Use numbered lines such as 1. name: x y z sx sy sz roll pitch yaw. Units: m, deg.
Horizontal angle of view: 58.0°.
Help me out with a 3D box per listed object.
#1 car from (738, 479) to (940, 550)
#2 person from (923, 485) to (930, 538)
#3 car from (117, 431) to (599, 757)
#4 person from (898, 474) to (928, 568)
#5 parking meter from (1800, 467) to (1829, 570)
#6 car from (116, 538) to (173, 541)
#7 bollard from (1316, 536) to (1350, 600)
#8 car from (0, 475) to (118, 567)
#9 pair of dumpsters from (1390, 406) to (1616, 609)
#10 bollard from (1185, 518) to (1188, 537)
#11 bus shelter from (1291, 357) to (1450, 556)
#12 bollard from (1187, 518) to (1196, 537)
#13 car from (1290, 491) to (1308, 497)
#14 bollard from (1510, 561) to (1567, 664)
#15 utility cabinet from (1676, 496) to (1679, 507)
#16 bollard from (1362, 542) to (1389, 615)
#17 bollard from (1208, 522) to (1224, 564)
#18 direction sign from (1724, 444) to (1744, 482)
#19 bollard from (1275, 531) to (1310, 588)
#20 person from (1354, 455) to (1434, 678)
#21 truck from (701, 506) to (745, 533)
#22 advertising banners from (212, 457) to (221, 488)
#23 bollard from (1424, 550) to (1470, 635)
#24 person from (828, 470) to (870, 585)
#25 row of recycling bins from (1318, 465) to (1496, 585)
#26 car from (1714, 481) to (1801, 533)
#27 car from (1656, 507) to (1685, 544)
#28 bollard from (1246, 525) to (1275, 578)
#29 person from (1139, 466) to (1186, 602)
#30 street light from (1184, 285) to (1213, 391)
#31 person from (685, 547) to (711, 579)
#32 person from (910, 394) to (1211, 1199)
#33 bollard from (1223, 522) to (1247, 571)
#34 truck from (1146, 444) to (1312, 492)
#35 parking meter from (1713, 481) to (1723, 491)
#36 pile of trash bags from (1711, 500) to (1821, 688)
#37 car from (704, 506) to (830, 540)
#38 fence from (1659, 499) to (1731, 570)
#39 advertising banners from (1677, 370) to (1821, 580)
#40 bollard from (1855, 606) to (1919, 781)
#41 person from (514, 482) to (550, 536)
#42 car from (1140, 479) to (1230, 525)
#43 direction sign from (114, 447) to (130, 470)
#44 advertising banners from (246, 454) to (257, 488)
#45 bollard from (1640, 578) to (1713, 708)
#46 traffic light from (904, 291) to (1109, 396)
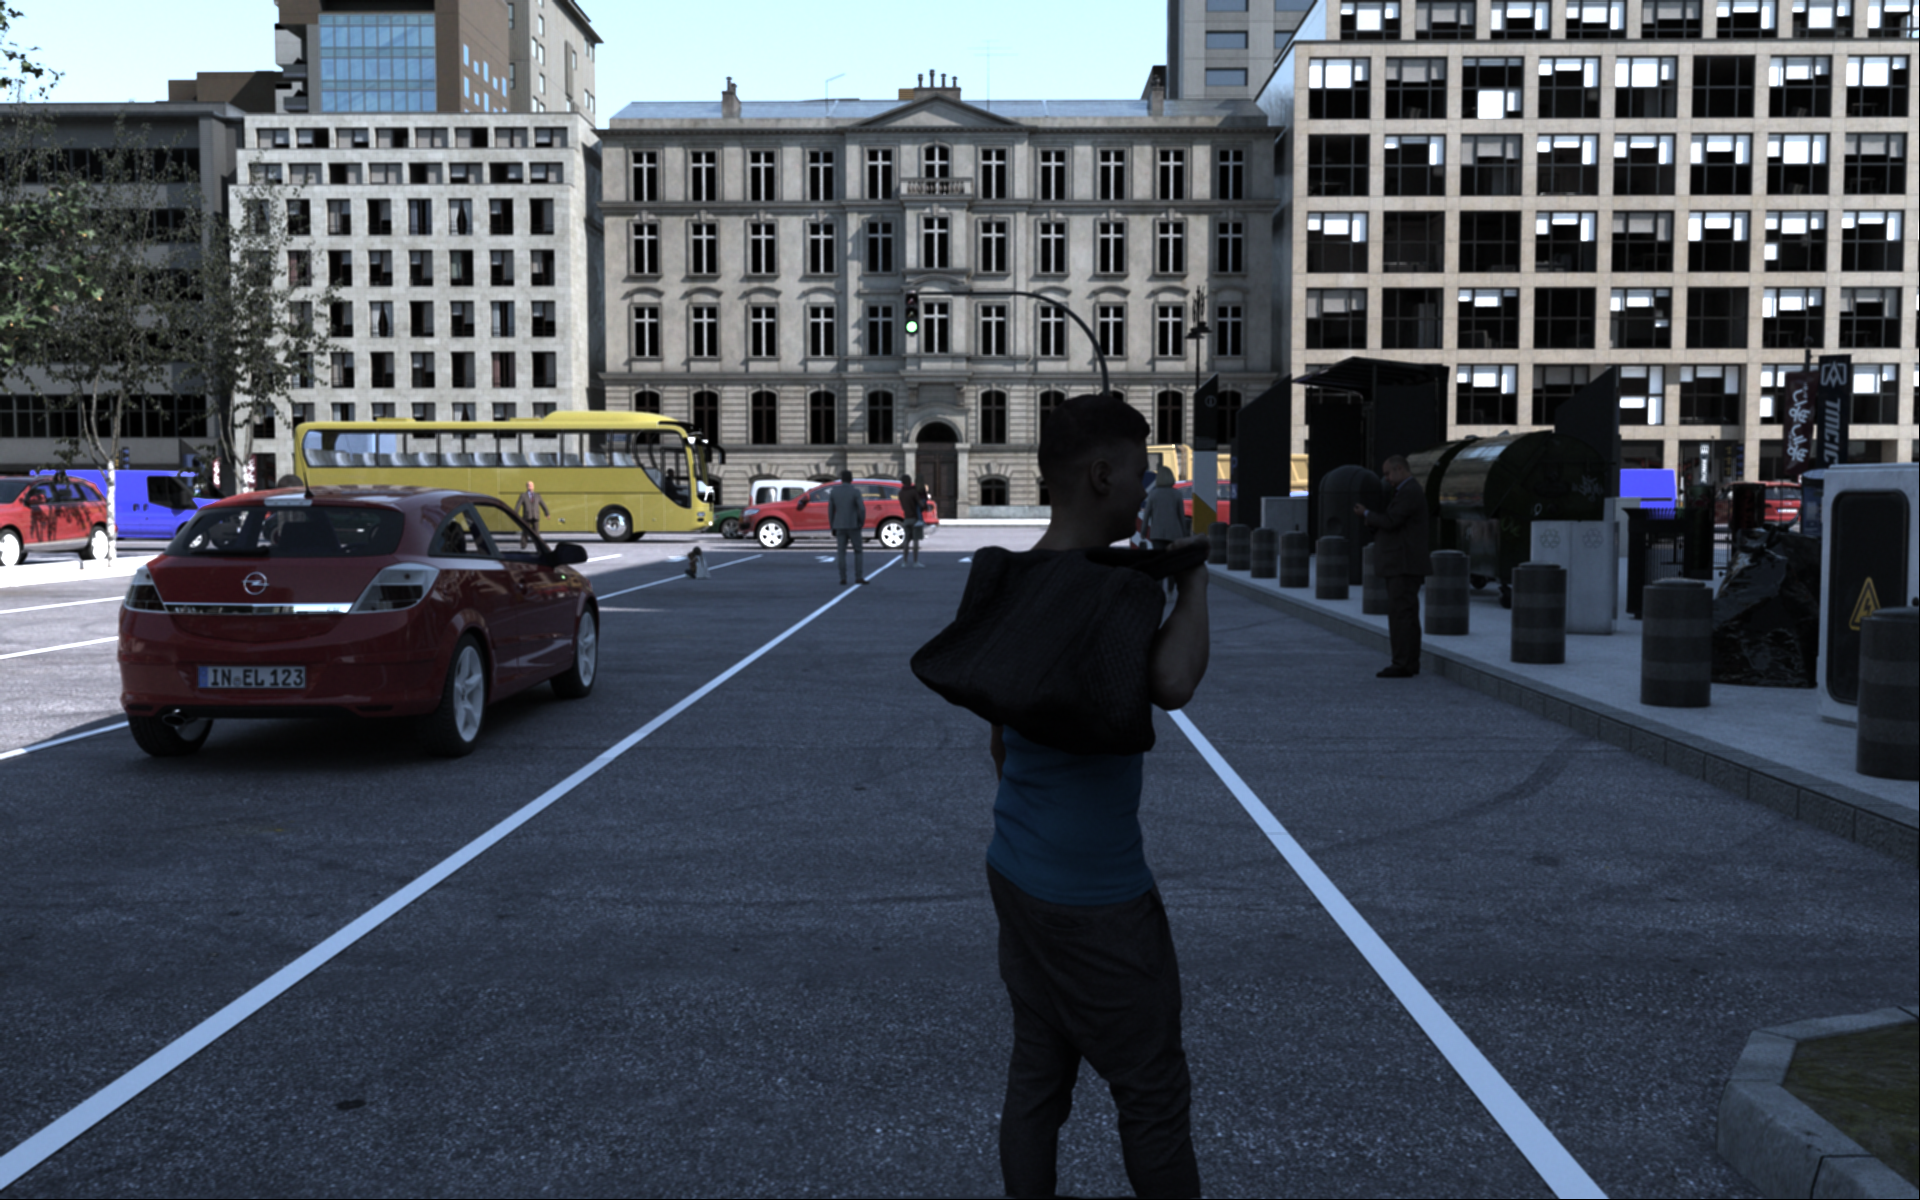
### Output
1. car: -3.179 -2.251 45.484 5.304 1.827 2.281 0 4 2
2. person: -1.320 -2.913 56.791 0.598 1.740 0.731 3 5 41
3. car: -3.536 -0.116 10.932 2.155 1.783 4.494 0 4 1
4. person: -0.898 -1.548 33.787 0.580 1.828 0.573 -1 4 -14
5. parking meter: 8.143 -0.488 16.382 0.372 1.533 0.369 0 3 0
6. car: -25.358 -2.698 53.708 3.694 1.707 1.945 0 3 0
7. bollard: 4.564 -0.397 21.216 0.404 0.777 0.398 0 3 0
8. car: -18.677 -1.550 34.009 2.281 1.827 5.304 0 4 2
9. pair of dumpsters: 6.571 -1.149 21.279 1.574 2.255 4.437 0 4 1
10. bollard: 4.854 -1.376 37.218 0.404 0.777 0.398 0 3 0
11. bus shelter: 7.626 -2.534 32.707 1.731 3.624 6.357 0 4 1
12. bollard: 4.810 -1.213 34.542 0.404 0.777 0.398 0 3 0
13. car: 9.113 -2.017 42.564 3.694 1.707 1.945 0 4 0
14. bollard: 4.419 0.091 13.224 0.404 0.777 0.398 0 3 0
15. utility cabinet: 31.665 -4.011 76.738 0.306 1.237 1.020 1 4 20
16. bollard: 4.519 -0.235 18.552 0.404 0.777 0.398 0 3 0
17. bollard: 4.762 -1.050 31.881 0.404 0.777 0.398 0 3 0
18. direction sign: 34.901 -5.271 78.172 0.379 3.537 0.876 -3 5 -41
19. bollard: 4.613 -0.560 23.876 0.404 0.777 0.398 0 3 0
20. person: 3.433 -0.277 13.719 0.600 1.739 0.565 -1 4 -12
21. truck: -15.589 -4.542 64.021 18.799 4.110 2.967 0 4 2
22. advertising banners: -35.059 -5.145 80.315 0.090 3.025 2.074 2 4 26
23. bollard: 4.471 -0.072 15.892 0.404 0.777 0.398 0 3 0
24. person: -1.776 -1.156 27.492 0.635 1.810 0.391 0 4 6
25. row of recycling bins: 6.859 -1.102 25.123 3.534 1.692 1.069 -1 4 -20
26. car: 23.622 -2.637 51.784 2.281 1.827 5.304 0 4 2
27. car: 18.876 -2.371 50.563 4.920 1.459 2.131 0 4 1
28. bollard: 4.662 -0.723 26.541 0.404 0.777 0.398 0 3 0
29. person: 2.629 -0.867 22.852 0.709 1.800 0.728 0 4 8
30. street light: 5.286 -4.023 38.569 0.468 5.910 1.993 0 4 1
31. person: -4.443 -0.637 29.388 0.357 0.543 0.381 2 4 29
32. person: 0.263 0.460 2.843 0.662 1.594 0.647 -2 4 -32
33. bollard: 4.712 -0.887 29.219 0.404 0.777 0.398 0 3 0
34. truck: 10.127 -4.447 68.633 9.791 3.379 3.469 0 4 3
35. parking meter: 34.161 -4.428 78.104 0.399 1.863 0.255 0 4 -1
36. pile of trash bags: 6.649 -0.175 12.607 1.912 1.369 3.447 3 5 39
37. car: -5.736 -2.657 55.242 4.920 1.459 2.131 0 3 0
38. fence: 13.068 -1.183 30.540 0.480 1.192 2.264 0 4 -1
39. advertising banners: 11.476 -1.777 25.244 0.090 3.025 2.074 -3 4 -36
40. bollard: 4.323 0.417 7.903 0.404 0.777 0.398 0 3 0
41. person: -11.153 -2.207 45.141 0.990 1.755 0.434 -2 4 -29
42. car: 7.355 -2.279 45.933 5.304 1.827 2.281 0 4 0
43. direction sign: -40.382 -5.590 83.397 0.379 3.537 0.876 2 4 31
44. advertising banners: -30.380 -4.892 76.167 2.074 3.025 0.090 0 4 -2
45. bollard: 4.371 0.254 10.564 0.404 0.777 0.398 0 3 0
46. traffic light: 1.151 -3.927 38.867 4.771 5.953 1.251 0 4 1
